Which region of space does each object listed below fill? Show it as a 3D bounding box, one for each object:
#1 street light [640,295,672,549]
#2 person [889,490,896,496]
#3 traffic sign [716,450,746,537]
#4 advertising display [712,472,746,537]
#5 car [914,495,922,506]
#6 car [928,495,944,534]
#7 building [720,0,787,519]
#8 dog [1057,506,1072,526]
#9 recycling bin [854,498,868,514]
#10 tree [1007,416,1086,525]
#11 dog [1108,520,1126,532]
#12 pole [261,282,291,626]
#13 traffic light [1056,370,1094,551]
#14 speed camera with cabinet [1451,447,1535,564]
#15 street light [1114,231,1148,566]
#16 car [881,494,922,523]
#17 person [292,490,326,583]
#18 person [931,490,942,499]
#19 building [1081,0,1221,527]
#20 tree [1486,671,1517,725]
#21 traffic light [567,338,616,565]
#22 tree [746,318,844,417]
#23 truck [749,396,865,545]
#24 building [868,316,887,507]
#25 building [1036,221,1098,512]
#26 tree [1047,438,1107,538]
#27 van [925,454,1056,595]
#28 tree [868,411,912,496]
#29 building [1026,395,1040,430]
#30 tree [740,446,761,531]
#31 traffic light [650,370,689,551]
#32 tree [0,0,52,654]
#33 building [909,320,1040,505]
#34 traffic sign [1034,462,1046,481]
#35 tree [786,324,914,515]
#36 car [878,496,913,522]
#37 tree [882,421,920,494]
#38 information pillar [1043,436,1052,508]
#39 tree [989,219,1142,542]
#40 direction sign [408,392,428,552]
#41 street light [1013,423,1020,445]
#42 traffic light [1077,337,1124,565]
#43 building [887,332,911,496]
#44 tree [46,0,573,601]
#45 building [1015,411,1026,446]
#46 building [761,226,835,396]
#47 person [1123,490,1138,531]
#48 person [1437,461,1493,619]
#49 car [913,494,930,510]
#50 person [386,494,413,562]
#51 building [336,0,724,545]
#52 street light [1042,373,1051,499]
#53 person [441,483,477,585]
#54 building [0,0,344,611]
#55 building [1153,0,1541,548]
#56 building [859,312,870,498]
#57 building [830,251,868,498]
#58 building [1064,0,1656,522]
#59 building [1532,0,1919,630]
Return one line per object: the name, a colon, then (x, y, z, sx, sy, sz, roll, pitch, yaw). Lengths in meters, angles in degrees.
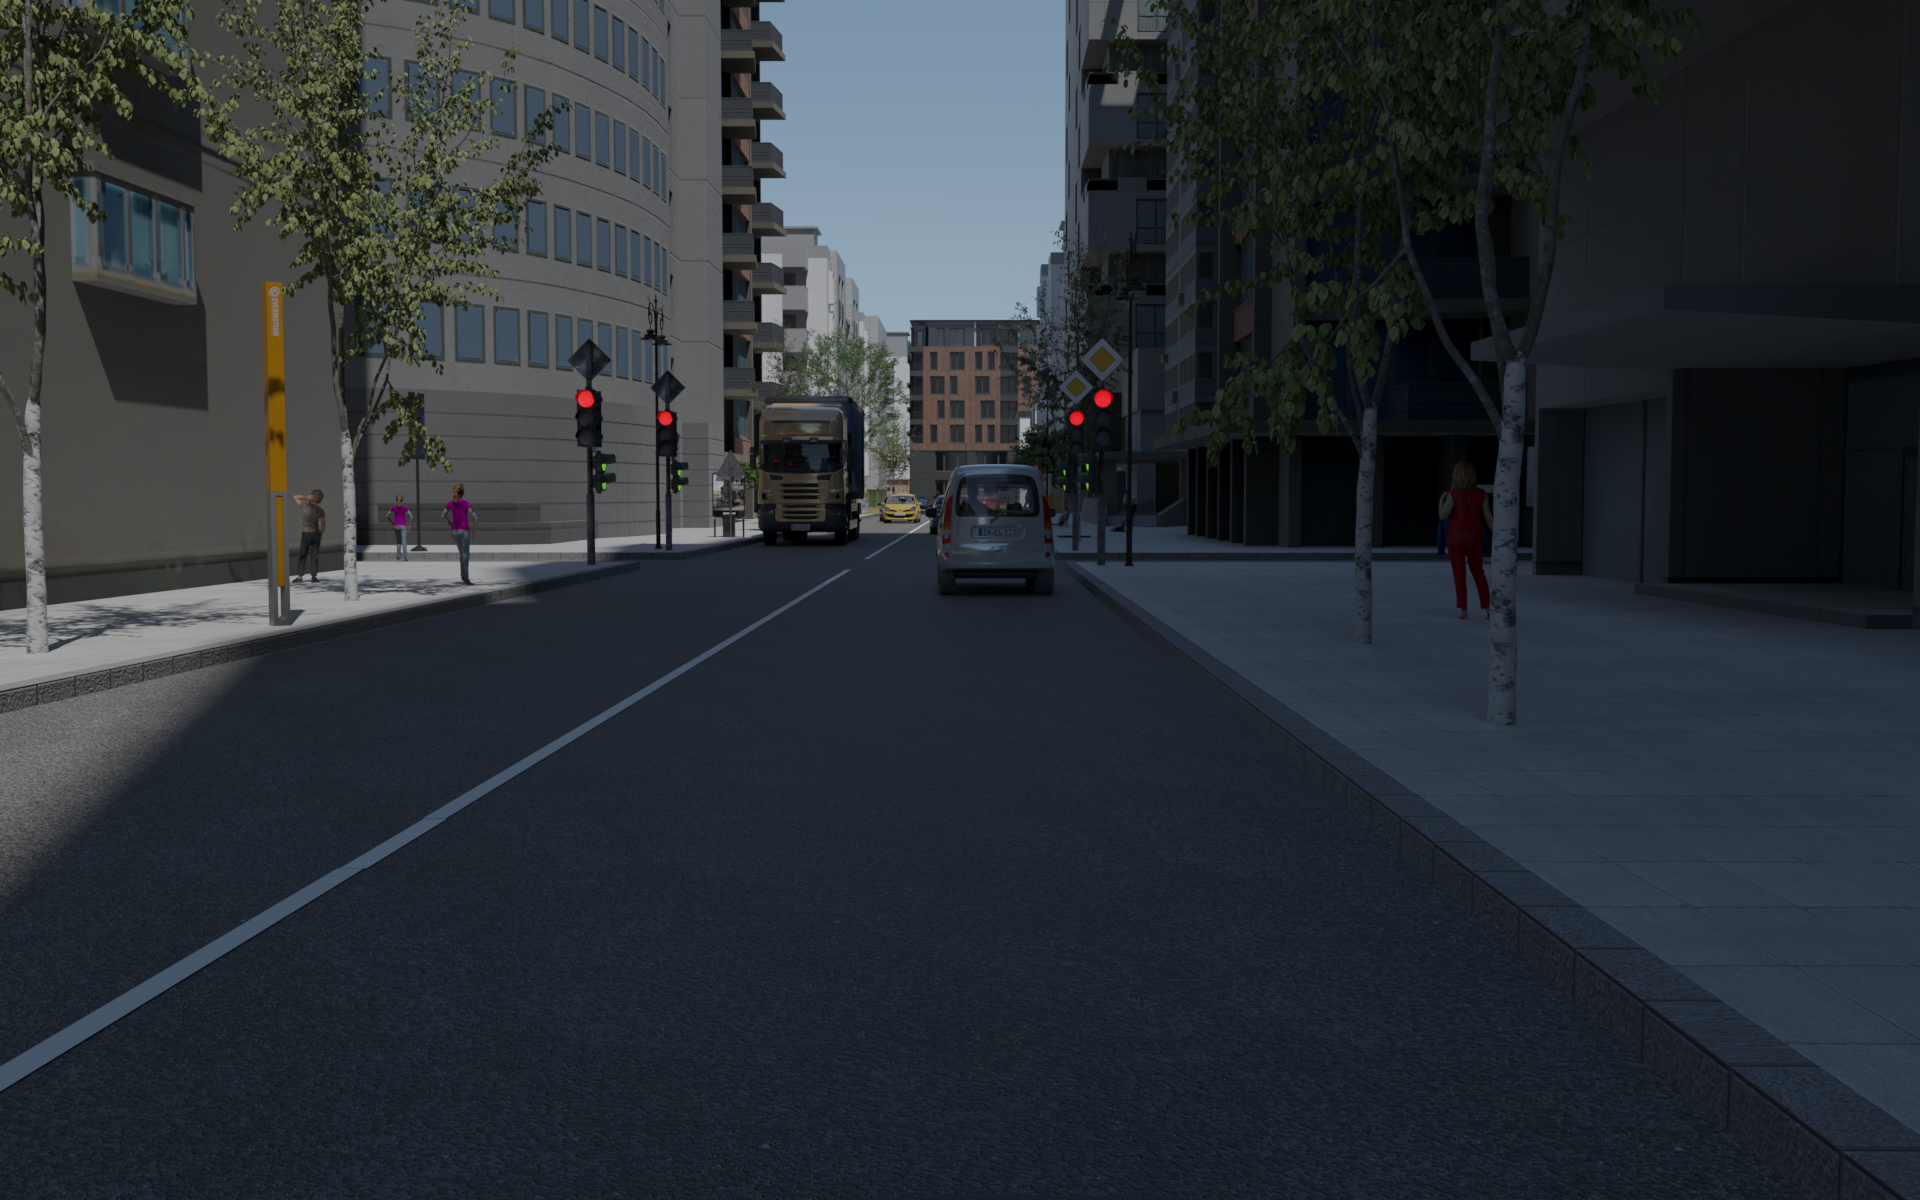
street light: (-7.058, -4.133, 40.357, 0.468, 5.910, 1.993, 0, 4, 0)
person: (-6.974, -10.571, 179.580, 1.217, 1.736, 0.721, -2, 4, -28)
traffic sign: (-6.761, -3.126, 51.109, 0.884, 2.594, 0.081, 0, 4, 1)
advertising display: (-6.847, -2.819, 51.308, 0.974, 1.923, 0.123, 0, 4, -1)
car: (-3.721, -6.747, 122.316, 2.014, 1.417, 4.499, 0, 4, -1)
car: (-0.178, -3.110, 62.858, 2.014, 1.417, 4.499, 0, 4, 2)
building: (-20.188, -26.191, 82.840, 22.147, 44.769, 28.867, 0, 4, 0)
dog: (4.106, -3.324, 68.735, 0.513, 0.831, 0.800, -1, 4, -14)
recycling bin: (-6.391, -6.077, 111.916, 0.722, 1.027, 0.722, -2, 4, -34)
tree: (3.664, -5.413, 72.217, 4.285, 4.588, 4.351, 0, 3, 0)
dog: (5.361, -2.485, 58.365, 0.550, 0.427, 0.748, -2, 4, -32)
pole: (-6.636, -1.404, 16.799, 0.158, 3.312, 0.155, 0, 3, 0)
traffic light: (2.601, -3.075, 39.205, 0.839, 4.253, 0.868, 0, 4, 0)
speed camera with cabinet: (10.141, -2.297, 31.896, 2.038, 3.252, 0.660, 0, 4, 5)
street light: (3.014, -3.542, 30.706, 0.468, 5.910, 1.993, 0, 4, 0)
car: (-2.870, -4.627, 85.883, 2.015, 1.641, 3.980, 0, 4, 2)
person: (-9.428, -0.924, 25.060, 0.435, 1.345, 0.340, -2, 4, -33)
person: (-1.714, -7.295, 128.301, 0.617, 1.759, 0.750, 3, 5, 43)
building: (21.838, -23.389, 74.293, 32.217, 40.220, 23.993, 0, 4, 0)
tree: (3.042, -3.626, 9.654, 4.737, 8.622, 4.395, 0, 3, 0)
traffic light: (-6.666, -2.591, 31.281, 0.839, 4.253, 0.868, 0, 4, 0)
tree: (-6.899, -7.447, 72.125, 4.360, 8.622, 3.978, 0, 3, 0)
truck: (-4.351, -3.847, 51.811, 2.839, 4.237, 11.283, 0, 4, 0)
building: (-23.780, -19.197, 180.334, 31.486, 18.905, 16.747, 0, 4, 0)
building: (13.635, -16.466, 125.636, 16.016, 20.091, 11.380, 0, 4, 0)
tree: (3.374, -3.459, 51.159, 1.663, 3.219, 1.824, 0, 3, 0)
van: (0.483, -1.161, 25.995, 2.013, 2.044, 4.112, 0, 4, -1)
tree: (-6.182, -12.469, 154.222, 4.737, 8.622, 4.395, 0, 3, 0)
building: (10.773, -12.484, 146.263, 9.099, 9.664, 28.070, 0, 4, 0)
tree: (-6.922, -4.075, 61.229, 1.663, 3.219, 1.824, 0, 3, 0)
traffic light: (-6.600, -3.079, 39.266, 0.839, 4.253, 0.868, 0, 4, 0)
tree: (-7.686, -3.874, 13.696, 4.737, 8.622, 4.395, 0, 3, 0)
building: (10.486, -22.601, 213.504, 32.646, 21.610, 27.936, 0, 4, 0)
traffic sign: (3.074, -4.264, 69.719, 0.884, 2.594, 0.081, 1, 4, 9)
tree: (-6.878, -11.111, 107.425, 9.928, 11.665, 9.643, 0, 3, 0)
car: (-3.338, -4.800, 91.060, 1.945, 1.354, 3.894, 0, 4, -1)
tree: (-6.070, -13.744, 175.071, 4.360, 8.622, 3.978, 0, 3, 0)
information pillar: (3.532, -4.820, 70.156, 0.183, 3.616, 0.504, -2, 4, -34)
tree: (3.087, -5.896, 46.768, 4.360, 8.622, 3.978, 0, 3, 0)
direction sign: (-12.135, -2.859, 38.746, 0.379, 3.537, 0.876, 0, 4, 4)
street light: (3.699, -8.610, 113.568, 0.468, 5.910, 1.993, 0, 4, 0)
traffic light: (2.535, -2.587, 31.220, 0.839, 4.253, 0.868, 0, 4, 0)
building: (-11.573, -21.513, 208.157, 11.380, 20.091, 16.016, 0, 4, 0)
tree: (-7.081, -4.291, 20.528, 4.737, 8.622, 4.395, 0, 3, 0)
building: (10.455, -14.225, 174.734, 9.099, 9.664, 28.070, 0, 4, 0)
building: (-16.650, -16.146, 120.404, 16.016, 20.091, 11.380, 0, 4, 0)
person: (5.514, -2.893, 56.531, 0.628, 1.438, 0.799, -1, 4, -12)
person: (5.223, -0.616, 17.814, 0.593, 1.614, 0.444, 2, 4, 28)
car: (-3.461, -7.882, 140.673, 2.131, 1.459, 4.920, 0, 3, 0)
person: (-11.728, -1.502, 36.298, 0.726, 1.434, 0.776, -1, 4, -14)
building: (-20.037, -31.298, 53.726, 21.231, 58.520, 28.212, 0, 4, 0)
street light: (3.243, -5.596, 64.275, 0.468, 5.910, 1.993, 0, 4, 0)
person: (-7.005, -0.929, 24.464, 0.726, 1.435, 0.776, 0, 4, 5)
building: (-21.014, -24.085, 17.488, 21.600, 48.544, 21.300, 0, 4, 0)
building: (20.493, -24.159, 49.621, 28.867, 44.769, 22.147, 0, 4, 0)
building: (-16.586, -18.766, 163.241, 16.016, 20.091, 11.380, 0, 4, 0)
building: (-17.170, -16.843, 141.839, 16.747, 18.905, 31.486, 0, 4, 0)
building: (20.127, -31.219, 99.673, 28.713, 52.752, 27.495, 0, 4, 0)
building: (20.106, -25.963, 13.727, 28.713, 52.752, 27.495, 0, 4, 0)
